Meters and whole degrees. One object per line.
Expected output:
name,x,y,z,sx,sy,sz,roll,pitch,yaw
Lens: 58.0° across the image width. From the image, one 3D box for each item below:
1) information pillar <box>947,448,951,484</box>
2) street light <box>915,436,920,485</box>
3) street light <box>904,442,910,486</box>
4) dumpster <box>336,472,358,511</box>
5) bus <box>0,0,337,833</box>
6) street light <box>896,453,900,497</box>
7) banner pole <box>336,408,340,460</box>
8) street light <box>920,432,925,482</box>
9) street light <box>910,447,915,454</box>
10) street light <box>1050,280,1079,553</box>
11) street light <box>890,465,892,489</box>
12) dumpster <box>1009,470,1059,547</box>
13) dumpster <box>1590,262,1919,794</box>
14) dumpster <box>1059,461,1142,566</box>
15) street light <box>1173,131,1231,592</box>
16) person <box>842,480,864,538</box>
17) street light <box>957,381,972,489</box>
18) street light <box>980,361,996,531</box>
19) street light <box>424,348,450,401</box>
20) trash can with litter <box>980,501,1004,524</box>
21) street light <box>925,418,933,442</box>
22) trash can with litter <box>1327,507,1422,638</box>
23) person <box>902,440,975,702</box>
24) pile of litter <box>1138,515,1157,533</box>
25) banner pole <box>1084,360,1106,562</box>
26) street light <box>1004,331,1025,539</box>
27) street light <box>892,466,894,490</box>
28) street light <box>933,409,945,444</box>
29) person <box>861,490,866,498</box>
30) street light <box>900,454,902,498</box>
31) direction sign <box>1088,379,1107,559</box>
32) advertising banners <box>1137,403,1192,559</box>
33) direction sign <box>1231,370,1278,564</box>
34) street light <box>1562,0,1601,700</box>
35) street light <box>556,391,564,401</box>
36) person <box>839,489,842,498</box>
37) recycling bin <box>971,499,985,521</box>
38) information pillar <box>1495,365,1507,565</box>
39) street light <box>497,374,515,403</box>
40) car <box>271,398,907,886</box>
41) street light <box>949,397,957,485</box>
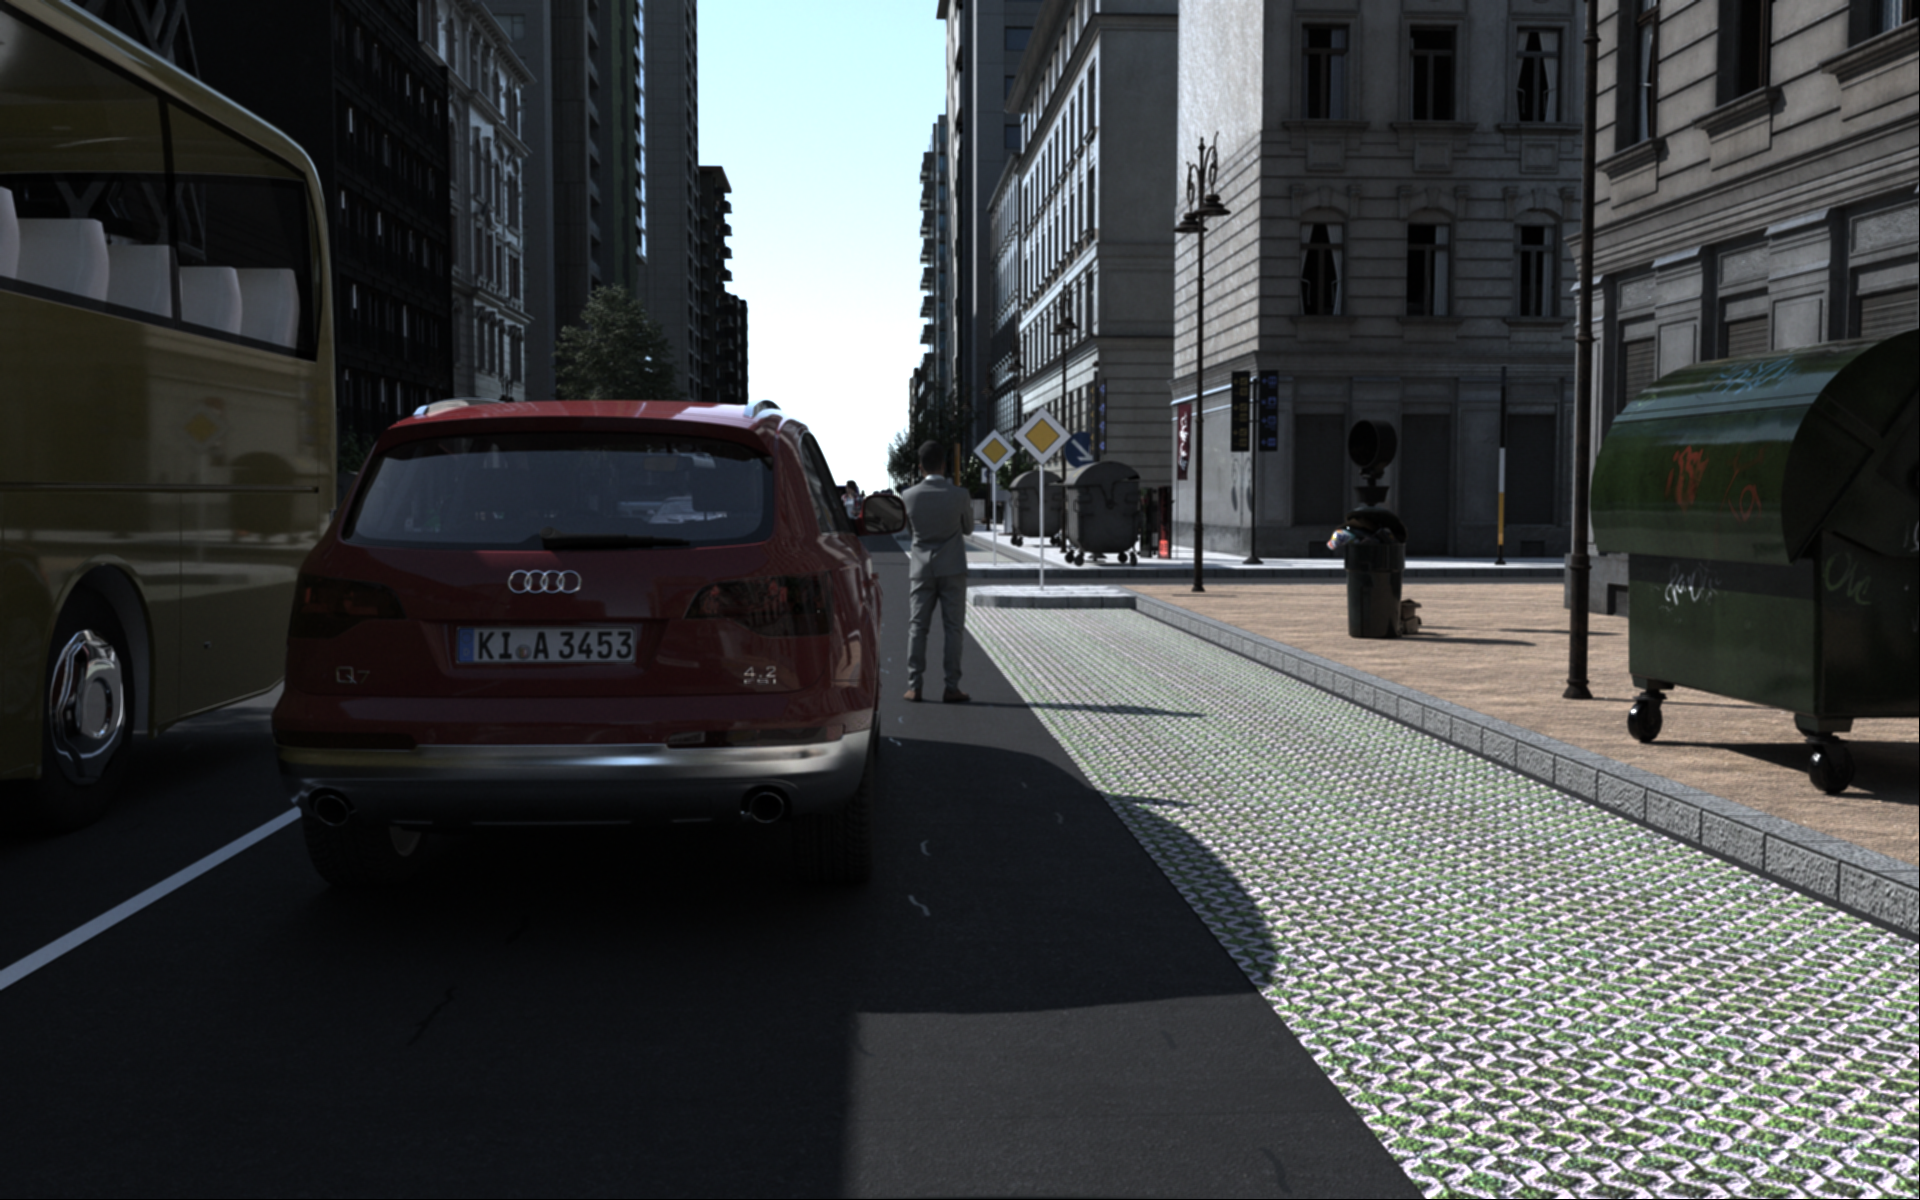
information pillar,-0.555,-5.918,88.113,0.183,3.616,0.504,-1,4,-21
street light,-2.826,-9.373,126.038,0.468,5.910,1.993,0,4,-3
street light,-4.335,-10.749,148.532,0.468,5.910,1.993,0,4,-3
dumpster,-16.009,-2.449,45.805,1.264,1.857,1.865,0,4,-3
bus,-4.770,-0.790,4.457,2.896,3.916,12.252,0,4,-3
street light,-6.251,-12.798,182.026,0.468,5.910,1.993,0,4,-3
banner pole,-18.418,-3.713,50.721,0.863,3.779,0.401,0,4,4
street light,-2.235,-8.699,115.017,0.468,5.910,1.993,0,4,-3
street light,-3.510,-10.047,137.054,0.468,5.910,1.993,0,4,-3
street light,2.265,-3.967,37.650,0.468,5.910,1.993,0,4,-3
street light,-8.295,-15.074,219.241,0.468,5.910,1.993,0,4,-3
dumpster,1.908,-2.259,42.695,1.264,1.857,1.865,0,4,-3
dumpster,4.091,-0.346,8.151,1.502,2.255,1.985,0,4,-3
dumpster,2.585,-1.570,31.429,1.264,1.857,1.865,0,4,-3
street light,3.131,-3.047,22.600,0.468,5.910,1.993,0,4,-3
person,-2.228,-1.630,35.983,0.563,1.720,0.643,1,4,21
street light,0.274,-6.024,71.274,0.468,5.910,1.993,0,4,-3
street light,0.986,-5.350,60.260,0.468,5.910,1.993,0,4,-3
street light,-16.530,-5.019,54.854,0.468,5.910,1.993,0,4,-3
trash can with litter,1.361,-3.791,73.373,1.055,1.170,0.624,2,4,24
street light,-1.687,-8.123,105.605,0.468,5.910,1.993,0,4,-3
trash can with litter,3.797,-0.265,15.716,0.624,1.170,1.055,2,4,32
person,-0.152,-0.207,12.064,0.511,1.800,0.466,0,4,-4
pile of litter,6.036,-2.665,57.545,1.176,0.858,1.719,-3,4,-38
banner pole,2.567,-2.615,32.774,0.401,3.779,0.863,0,4,5
street light,1.546,-4.676,49.238,0.468,5.910,1.993,0,4,-3
street light,-7.618,-14.372,207.775,0.468,5.910,1.993,0,4,-3
street light,-1.053,-7.449,94.587,0.468,5.910,1.993,0,4,-3
person,-7.276,-7.302,128.567,0.721,1.739,1.217,-3,5,-44
street light,-5.430,-12.097,170.578,0.468,5.910,1.993,0,4,-3
direction sign,2.742,-2.596,34.446,0.379,3.537,0.876,-1,4,-15
advertising banners,4.026,-2.321,34.135,0.090,3.025,2.074,-1,4,-23
direction sign,5.403,-2.437,31.839,0.876,3.537,0.379,2,4,27
street light,3.886,-2.320,10.719,0.468,5.910,1.993,0,4,-3
street light,-17.847,-6.407,77.536,0.468,5.910,1.993,0,4,-3
person,-7.998,-6.647,117.713,0.750,1.759,0.617,-1,4,-15
recycling bin,0.694,-4.234,81.776,0.722,1.027,0.722,-2,4,-32
information pillar,9.811,-2.446,31.341,0.183,3.616,0.504,1,4,18
street light,-17.357,-5.732,66.509,0.468,5.910,1.993,0,4,-3
car,-1.379,0.047,7.897,2.281,1.827,5.304,0,4,-2
street light,-0.276,-6.725,82.735,0.468,5.910,1.993,0,4,-3
